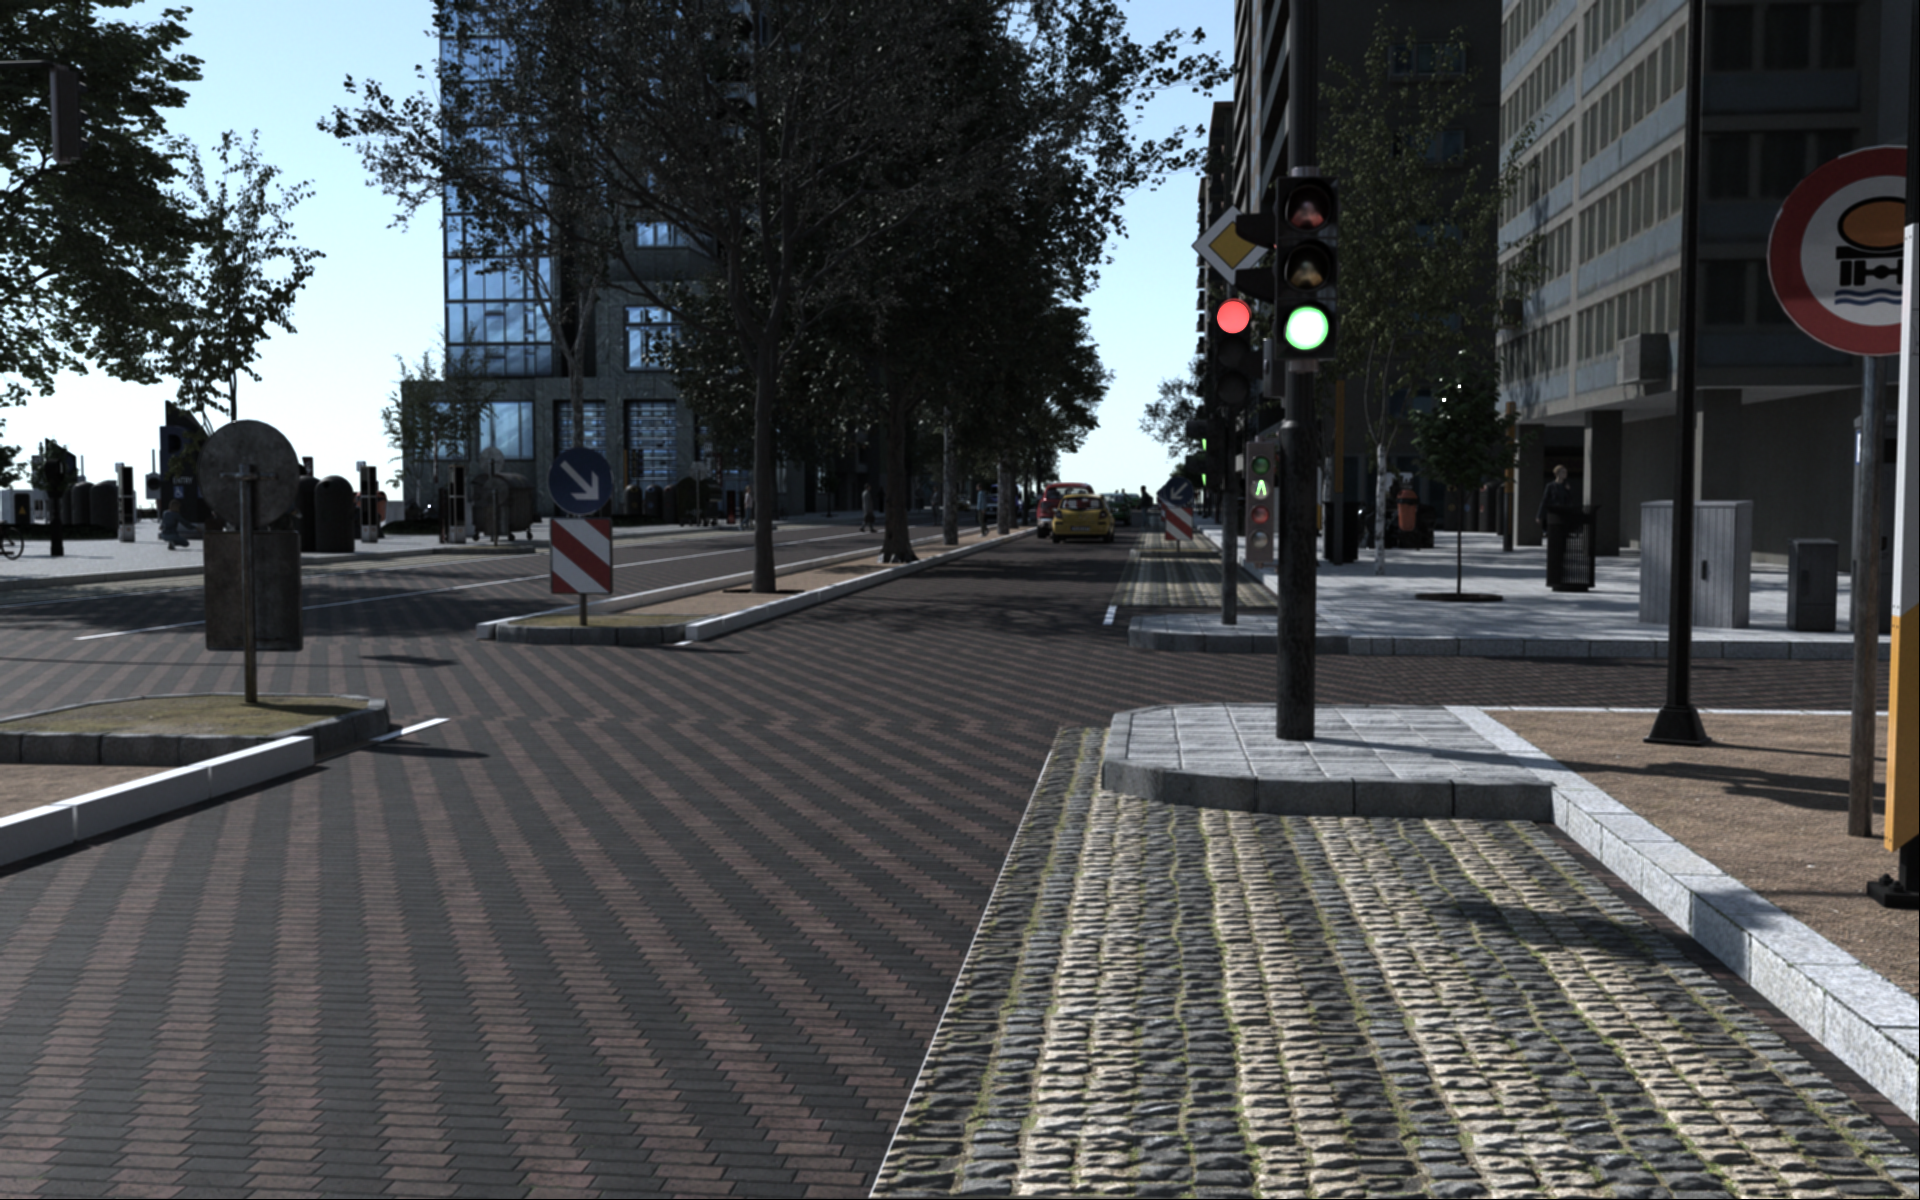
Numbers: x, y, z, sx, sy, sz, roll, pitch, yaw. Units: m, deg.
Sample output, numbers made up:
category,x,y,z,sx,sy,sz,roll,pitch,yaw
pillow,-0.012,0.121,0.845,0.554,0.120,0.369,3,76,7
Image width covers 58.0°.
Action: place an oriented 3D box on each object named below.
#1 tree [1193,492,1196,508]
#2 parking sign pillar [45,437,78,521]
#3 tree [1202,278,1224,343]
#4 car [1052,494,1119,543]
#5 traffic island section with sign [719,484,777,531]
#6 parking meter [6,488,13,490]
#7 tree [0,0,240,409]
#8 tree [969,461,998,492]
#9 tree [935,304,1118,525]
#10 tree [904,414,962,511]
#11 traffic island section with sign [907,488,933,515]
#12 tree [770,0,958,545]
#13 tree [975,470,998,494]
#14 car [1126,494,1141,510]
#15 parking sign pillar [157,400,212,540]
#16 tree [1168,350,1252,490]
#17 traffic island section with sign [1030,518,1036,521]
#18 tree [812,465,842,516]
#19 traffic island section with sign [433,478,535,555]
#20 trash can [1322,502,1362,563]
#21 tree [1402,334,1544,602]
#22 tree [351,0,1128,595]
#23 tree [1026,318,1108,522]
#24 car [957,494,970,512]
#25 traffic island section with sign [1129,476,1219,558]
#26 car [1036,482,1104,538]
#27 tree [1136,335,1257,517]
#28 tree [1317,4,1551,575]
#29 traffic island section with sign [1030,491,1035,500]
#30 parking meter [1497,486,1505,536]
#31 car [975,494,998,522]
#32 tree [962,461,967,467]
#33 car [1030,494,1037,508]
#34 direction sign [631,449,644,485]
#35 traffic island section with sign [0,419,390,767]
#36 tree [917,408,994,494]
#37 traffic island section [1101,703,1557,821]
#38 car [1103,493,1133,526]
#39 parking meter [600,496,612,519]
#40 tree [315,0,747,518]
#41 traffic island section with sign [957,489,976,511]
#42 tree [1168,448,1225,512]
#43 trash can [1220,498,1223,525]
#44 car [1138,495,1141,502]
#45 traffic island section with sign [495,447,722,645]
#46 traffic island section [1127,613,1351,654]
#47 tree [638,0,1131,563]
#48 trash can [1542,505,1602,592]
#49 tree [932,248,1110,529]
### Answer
category,x,y,z,sx,sy,sz,roll,pitch,yaw
tree,21.402,-10.154,160.611,1.663,3.219,1.824,0,3,0
parking sign pillar,-42.749,-5.748,82.447,1.447,3.967,1.447,-2,4,-34
tree,7.226,-5.151,34.585,4.737,8.622,4.395,0,3,0
car,3.727,-2.547,51.873,2.015,1.641,3.980,0,4,7
traffic island section with sign,-8.296,-3.654,68.364,1.989,1.847,2.006,0,4,6
parking meter,-38.474,-3.768,70.013,0.372,1.533,0.369,0,3,0
tree,-15.079,-6.646,26.783,7.486,12.596,7.792,0,3,0
tree,2.427,-14.296,184.098,4.360,8.622,3.978,0,3,0
tree,2.889,-8.643,78.187,8.767,10.594,7.601,0,4,6
tree,-3.233,-11.027,130.645,4.737,8.622,4.395,0,3,0
traffic island section with sign,-2.753,-6.672,117.709,1.989,1.847,2.006,0,4,6
tree,0.846,-11.523,46.754,12.611,20.169,13.585,0,3,0
tree,3.927,-13.000,196.264,4.285,4.588,4.351,0,3,0
car,15.490,-9.069,157.070,1.959,1.807,4.718,0,4,6
parking sign pillar,-22.147,-3.725,49.375,1.447,3.967,1.447,1,4,19
tree,12.596,-8.316,86.323,4.360,8.622,3.978,0,3,0
traffic island section with sign,4.790,-5.135,92.098,2.006,1.907,1.989,0,4,6
tree,-7.605,-6.495,100.793,1.663,3.219,1.824,0,3,0
traffic island section with sign,-11.324,-2.015,41.567,1.989,1.847,2.006,0,4,6
trash can,7.121,-1.263,32.306,0.748,1.137,0.748,0,3,0
tree,6.201,-1.612,20.966,1.663,3.219,1.824,0,3,0
tree,-2.851,-6.847,24.773,12.009,13.543,11.850,0,3,0
tree,3.965,-9.768,87.921,9.928,11.665,9.643,0,3,0
car,-0.138,-7.868,138.861,2.015,1.641,3.980,0,4,5
traffic island section with sign,4.853,-1.879,39.347,1.989,1.847,2.006,0,4,6
car,3.648,-2.996,57.656,2.281,1.827,5.304,0,4,5
tree,14.164,-9.987,97.693,8.767,10.594,7.601,0,4,-7
tree,6.867,-4.696,27.148,4.737,8.622,4.395,0,3,0
traffic island section with sign,9.569,-13.367,227.177,1.989,1.847,2.006,0,4,6
parking meter,16.757,-2.749,53.360,0.372,1.533,0.369,0,3,0
car,1.824,-4.834,88.820,2.009,1.686,4.222,0,4,7
tree,-0.986,-12.316,151.733,4.737,8.622,4.395,0,3,0
car,8.129,-10.371,178.369,1.959,1.807,4.718,0,4,5
direction sign,-16.266,-5.836,87.417,0.876,3.537,0.379,3,5,39
traffic island section with sign,-4.441,-0.118,10.068,2.006,1.907,1.989,0,4,6
tree,0.265,-15.777,164.607,9.857,13.997,8.962,0,3,0
traffic island section,1.779,0.804,9.130,2.009,0.180,2.903,0,4,6
car,6.990,-4.354,79.978,1.959,1.807,4.718,0,4,8
parking meter,-11.780,-3.009,57.611,0.372,1.533,0.369,0,3,0
tree,-13.894,-12.313,57.206,12.611,20.169,13.585,0,3,0
traffic island section with sign,0.330,-8.346,145.077,1.989,1.847,2.006,0,4,6
tree,17.043,-8.421,121.395,4.285,4.588,4.351,0,3,0
trash can,10.680,-3.495,68.796,0.748,1.137,0.748,0,3,0
car,17.970,-10.272,180.306,2.083,1.381,4.827,0,4,5
traffic island section with sign,-3.603,-0.568,17.428,2.006,1.907,1.989,0,4,6
traffic island section,2.672,0.319,17.065,2.009,0.180,2.903,0,4,6
tree,-1.329,-7.102,35.586,9.611,12.733,9.660,0,3,0
trash can,8.050,-0.682,22.812,0.748,1.137,0.748,0,3,0
tree,2.213,-9.164,70.418,7.486,12.596,7.792,0,3,0
